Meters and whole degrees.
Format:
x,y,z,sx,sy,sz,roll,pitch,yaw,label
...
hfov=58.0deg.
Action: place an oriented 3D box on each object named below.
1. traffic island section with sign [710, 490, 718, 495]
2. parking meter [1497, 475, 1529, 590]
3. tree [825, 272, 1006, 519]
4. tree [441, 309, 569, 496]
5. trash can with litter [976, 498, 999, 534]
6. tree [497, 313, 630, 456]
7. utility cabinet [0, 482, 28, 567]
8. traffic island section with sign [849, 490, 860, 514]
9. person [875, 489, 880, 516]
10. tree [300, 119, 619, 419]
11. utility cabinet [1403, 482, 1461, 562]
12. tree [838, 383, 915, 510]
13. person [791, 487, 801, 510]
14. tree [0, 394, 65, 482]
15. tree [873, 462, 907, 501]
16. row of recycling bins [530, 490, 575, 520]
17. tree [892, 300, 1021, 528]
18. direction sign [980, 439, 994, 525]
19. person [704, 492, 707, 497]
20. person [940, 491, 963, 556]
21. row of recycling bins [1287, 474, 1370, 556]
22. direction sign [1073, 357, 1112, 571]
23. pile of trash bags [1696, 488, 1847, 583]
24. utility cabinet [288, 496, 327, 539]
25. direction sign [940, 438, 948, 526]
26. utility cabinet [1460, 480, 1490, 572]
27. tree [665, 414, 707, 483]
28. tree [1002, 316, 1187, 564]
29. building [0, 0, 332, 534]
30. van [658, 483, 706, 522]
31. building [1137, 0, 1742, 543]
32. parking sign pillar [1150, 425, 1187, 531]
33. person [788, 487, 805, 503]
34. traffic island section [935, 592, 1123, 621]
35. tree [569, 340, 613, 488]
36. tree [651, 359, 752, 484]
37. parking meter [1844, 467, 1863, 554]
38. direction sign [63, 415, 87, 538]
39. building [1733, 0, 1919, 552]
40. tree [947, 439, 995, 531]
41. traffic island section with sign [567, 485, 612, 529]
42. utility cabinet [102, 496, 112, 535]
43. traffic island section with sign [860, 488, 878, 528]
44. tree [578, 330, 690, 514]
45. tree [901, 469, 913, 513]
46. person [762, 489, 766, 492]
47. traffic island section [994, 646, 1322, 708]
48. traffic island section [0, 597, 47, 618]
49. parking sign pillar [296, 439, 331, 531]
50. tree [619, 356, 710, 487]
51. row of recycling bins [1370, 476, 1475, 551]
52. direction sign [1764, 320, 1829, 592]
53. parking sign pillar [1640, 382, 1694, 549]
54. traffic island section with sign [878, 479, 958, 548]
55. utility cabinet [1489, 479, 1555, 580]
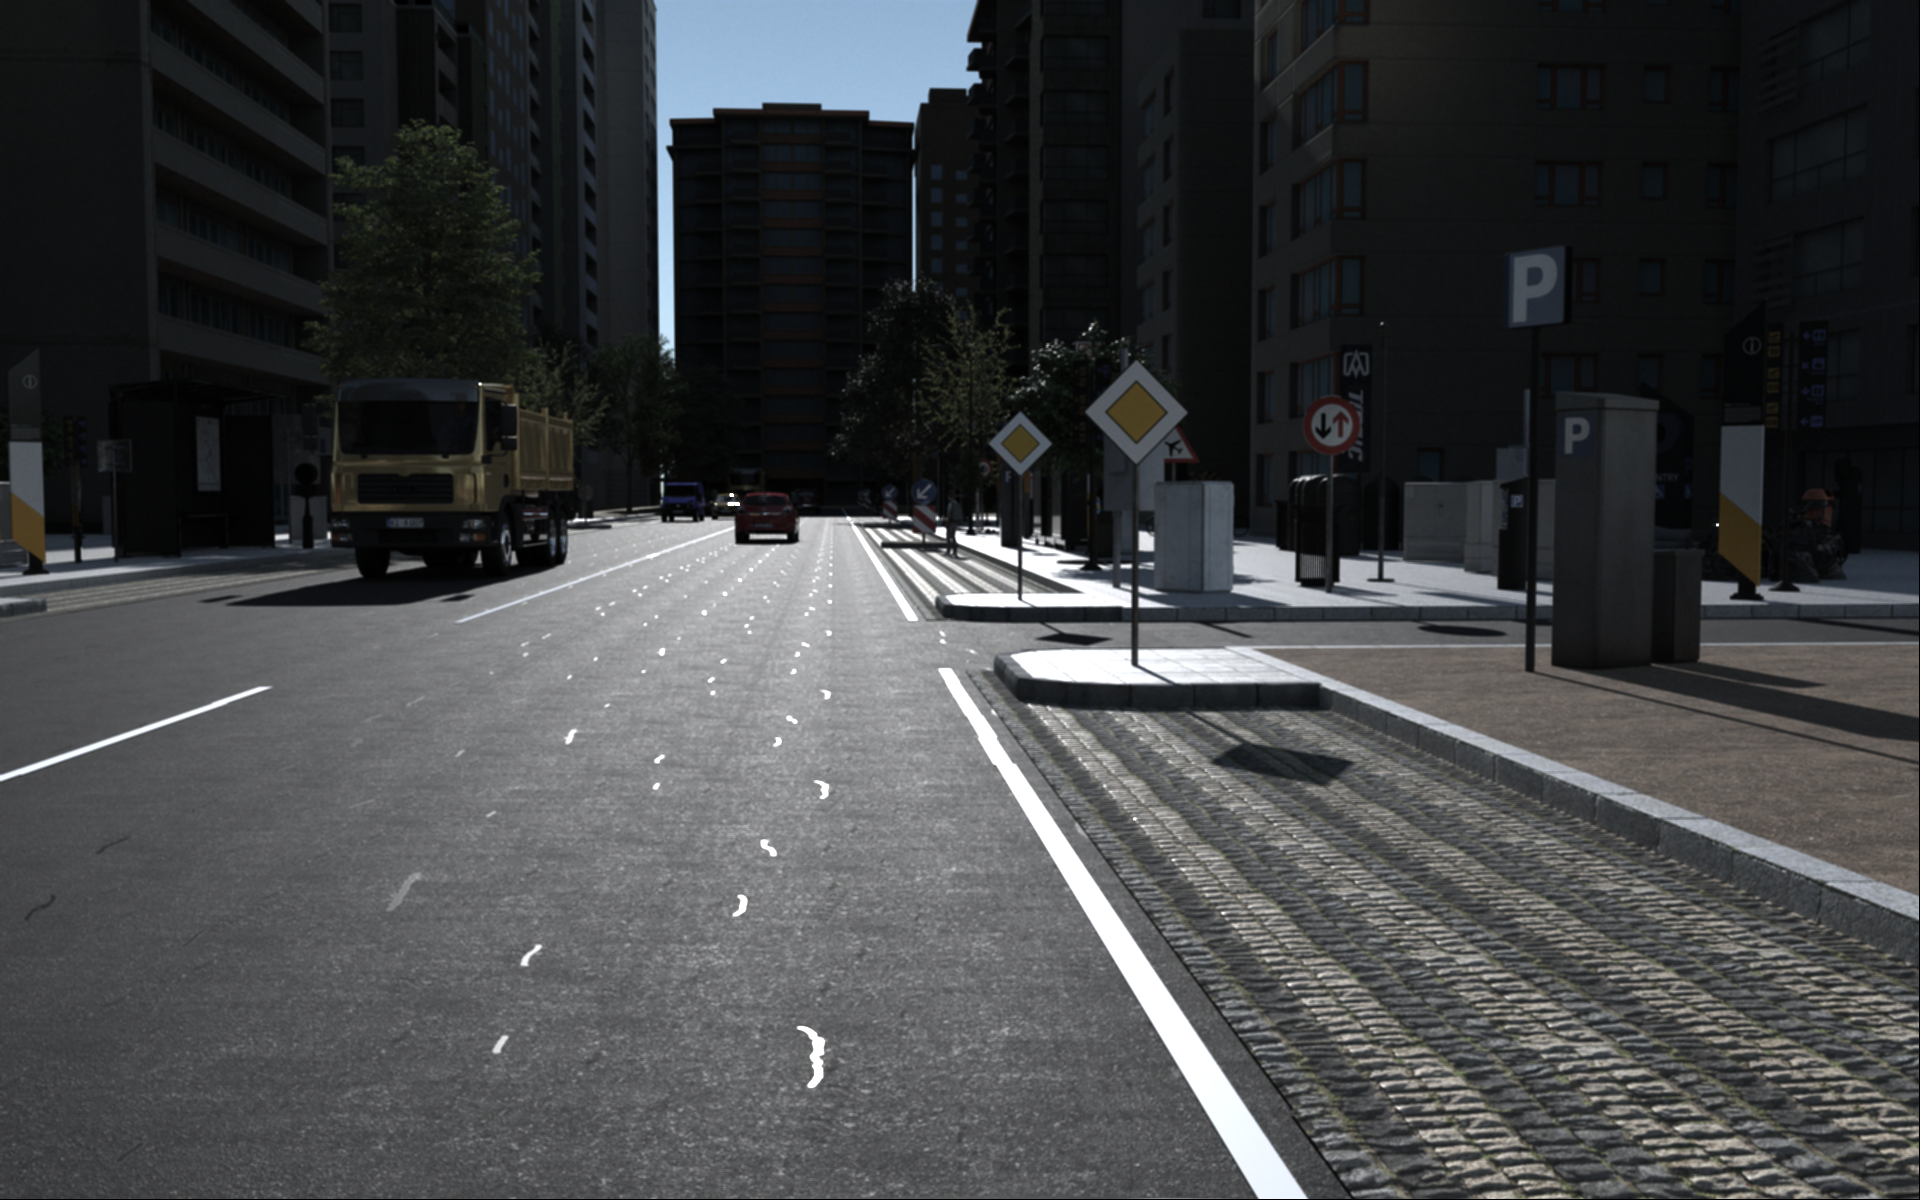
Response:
x,y,z,sx,sy,sz,roll,pitch,yaw,label
-21.183,-8.630,149.726,1.989,1.847,2.006,0,4,-4,traffic island section with sign
7.428,-0.909,23.270,0.372,1.533,0.369,0,3,0,parking meter
-2.211,-10.558,89.631,9.611,12.733,9.660,0,3,0,tree
-17.991,-7.088,66.253,4.360,8.622,3.978,0,3,0,tree
1.336,-2.789,56.650,1.678,1.210,2.233,-2,4,-31,trash can with litter
-20.625,-9.511,89.911,7.601,10.594,8.767,0,4,6,tree
-16.763,-1.329,30.401,0.318,1.500,1.173,0,4,-7,utility cabinet
-6.738,-7.005,123.156,1.989,1.847,2.006,0,4,-4,traffic island section with sign
-5.423,-6.305,112.305,0.721,1.735,1.217,0,4,-7,person
-16.055,-8.240,52.858,7.486,12.596,7.792,0,3,0,tree
8.936,-1.456,32.484,1.173,1.500,0.318,1,4,22,utility cabinet
-6.125,-13.234,142.131,9.928,11.665,9.643,0,3,0,tree
-9.747,-5.762,102.701,0.705,1.826,1.348,1,4,14,person
-28.864,-4.225,52.788,4.285,4.588,4.351,0,3,0,tree
-6.268,-10.526,155.806,4.285,4.588,4.351,0,3,0,tree
-21.024,-4.845,86.335,3.534,1.692,1.069,-1,4,-18,row of recycling bins
0.516,-6.993,64.694,4.360,8.622,3.978,0,3,0,tree
1.111,-4.831,70.987,0.379,3.537,0.876,3,5,41,direction sign
-21.564,-8.290,144.846,0.742,1.727,0.445,-3,4,-37,person
-0.200,-1.763,39.923,0.523,1.515,0.503,0,4,-2,person
7.795,-1.854,37.419,1.069,1.692,3.534,0,4,-2,row of recycling bins
2.214,-2.270,29.119,0.379,3.537,0.876,-3,5,-41,direction sign
12.598,-1.024,26.488,1.912,1.369,3.447,3,5,44,pile of trash bags
-18.609,-2.339,49.405,1.020,1.237,0.306,0,4,5,utility cabinet
-0.615,-4.771,69.996,0.379,3.537,0.876,1,4,17,direction sign
8.731,-1.209,28.448,1.173,1.500,0.318,-3,5,-42,utility cabinet
-24.952,-12.571,155.893,4.360,8.622,3.978,0,3,0,tree
2.490,-2.965,32.194,4.285,4.588,4.351,0,3,0,tree
-37.274,-26.921,63.858,21.300,48.544,21.600,0,4,-4,building
-14.644,-5.337,91.636,2.240,2.365,5.245,0,4,-3,van
22.374,-13.158,60.172,27.650,21.520,28.899,0,4,-4,building
7.366,-4.402,60.448,1.447,3.967,1.447,-2,4,-31,parking sign pillar
-9.984,-5.855,103.863,1.348,1.869,0.705,0,4,-6,person
0.746,0.080,20.967,2.009,0.180,2.903,0,4,-4,traffic island section
-18.865,-8.040,81.821,4.360,8.622,3.978,0,3,0,tree
-24.841,-15.734,163.903,9.857,13.997,8.962,0,3,0,tree
19.142,-1.921,37.126,0.255,1.863,0.399,3,5,44,parking meter
-25.694,-3.570,50.372,0.379,3.537,0.876,1,4,12,direction sign
27.347,-21.650,37.568,14.086,41.232,14.154,0,4,-4,building
0.443,-4.026,60.430,1.663,3.219,1.824,0,3,0,tree
-15.451,-3.845,71.486,1.989,1.847,2.006,0,4,-4,traffic island section with sign
-26.359,-2.641,54.338,1.020,1.237,0.306,1,4,12,utility cabinet
-3.101,-3.965,73.458,1.989,1.847,2.006,0,4,-4,traffic island section with sign
-20.851,-11.230,109.372,9.928,11.665,9.643,0,3,0,tree
-3.104,-7.631,119.366,1.663,3.219,1.824,0,3,0,tree
-10.883,-5.327,96.527,0.756,1.711,0.436,-1,4,-12,person
1.329,0.567,13.003,2.009,0.180,2.903,0,4,-4,traffic island section
-12.012,0.137,20.041,2.009,0.180,2.903,0,4,-4,traffic island section
-22.779,-4.422,60.766,1.447,3.967,1.447,3,4,39,parking sign pillar
-24.612,-13.714,142.357,7.486,12.596,7.792,0,3,0,tree
10.082,-1.980,39.482,3.534,1.692,1.069,2,4,30,row of recycling bins
10.929,-1.887,22.857,0.876,3.537,0.379,2,4,35,direction sign
16.669,-3.218,41.089,1.447,3.967,1.447,-3,5,-40,parking sign pillar
-1.109,-2.303,46.274,1.989,1.847,2.006,0,4,-4,traffic island section with sign
8.588,-1.067,26.117,0.318,1.500,1.173,-2,4,-30,utility cabinet
